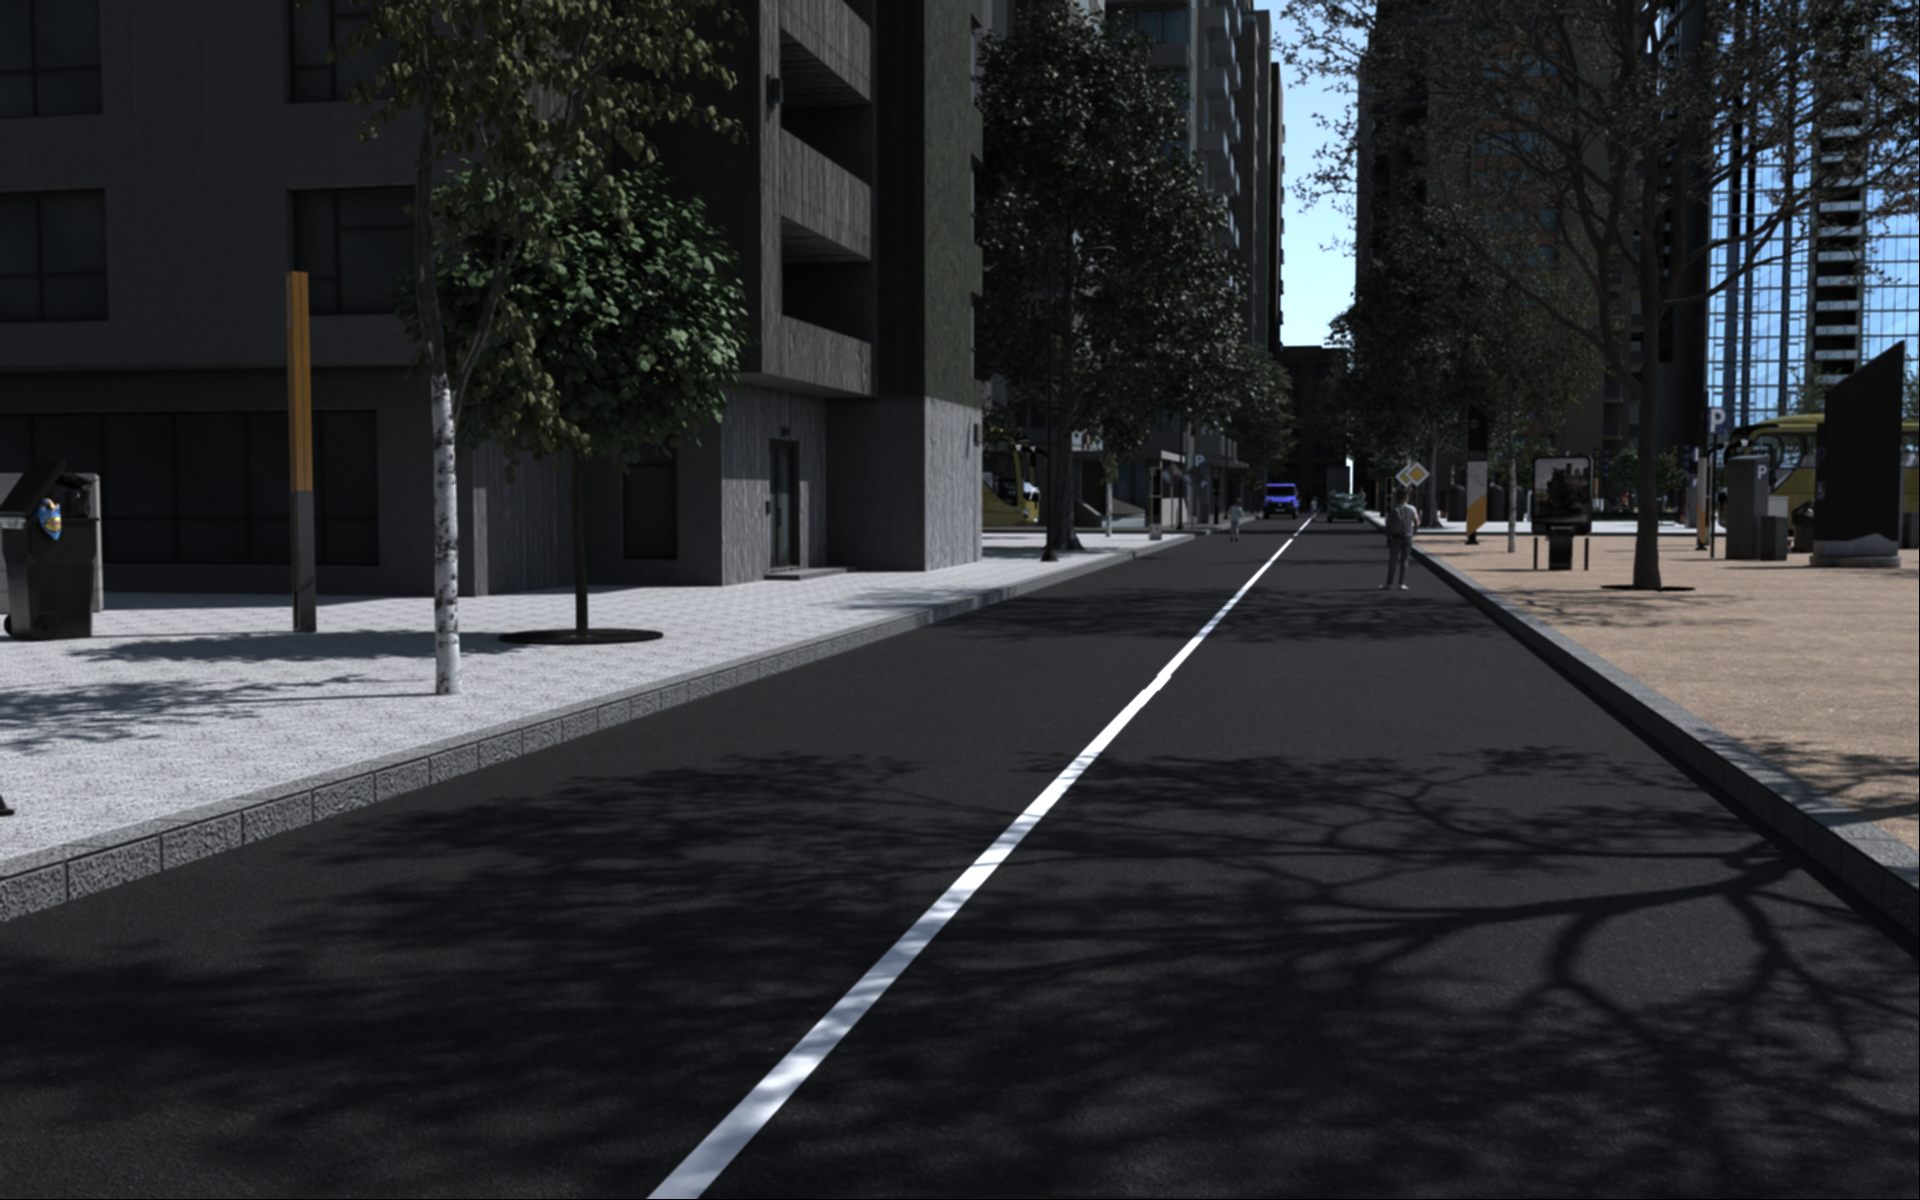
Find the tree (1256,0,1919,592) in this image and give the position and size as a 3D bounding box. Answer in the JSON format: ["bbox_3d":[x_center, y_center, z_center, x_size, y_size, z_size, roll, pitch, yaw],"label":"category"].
[{"bbox_3d":[9.051,-6.875,22.782,12.009,13.543,11.850,0,3,0],"label":"tree"}]

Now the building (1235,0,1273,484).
[{"bbox_3d":[18.740,-44.151,160.121,20.563,71.187,20.611,1,4,12],"label":"building"}]

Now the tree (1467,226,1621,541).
[{"bbox_3d":[16.237,-5.956,47.744,4.737,8.622,4.395,0,3,0],"label":"tree"}]

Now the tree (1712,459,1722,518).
[{"bbox_3d":[41.365,-6.118,94.639,1.663,3.219,1.824,0,3,0],"label":"tree"}]

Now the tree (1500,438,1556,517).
[{"bbox_3d":[31.658,-6.897,96.483,4.285,4.588,4.351,0,3,0],"label":"tree"}]

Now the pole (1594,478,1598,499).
[{"bbox_3d":[42.485,-7.453,115.697,0.158,3.312,0.155,0,3,0],"label":"pole"}]

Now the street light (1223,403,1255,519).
[{"bbox_3d":[14.091,-7.056,87.900,1.470,5.913,1.316,1,4,12],"label":"street light"}]

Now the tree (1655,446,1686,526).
[{"bbox_3d":[28.602,-4.624,70.199,1.663,3.219,1.824,0,3,0],"label":"tree"}]

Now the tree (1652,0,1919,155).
[{"bbox_3d":[5.193,-4.451,7.179,8.767,10.594,7.601,3,5,43],"label":"tree"}]

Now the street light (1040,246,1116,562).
[{"bbox_3d":[2.232,-3.682,32.746,1.470,5.913,1.316,1,4,12],"label":"street light"}]

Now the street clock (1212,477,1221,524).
[{"bbox_3d":[10.877,-4.213,73.448,0.358,2.002,0.471,1,4,15],"label":"street clock"}]

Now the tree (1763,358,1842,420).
[{"bbox_3d":[46.083,-8.821,94.584,4.737,8.622,4.395,0,3,0],"label":"tree"}]

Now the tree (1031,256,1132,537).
[{"bbox_3d":[4.226,-6.188,51.542,4.737,8.622,4.395,0,3,0],"label":"tree"}]

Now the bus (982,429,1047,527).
[{"bbox_3d":[-3.124,-4.214,60.442,12.252,3.916,2.896,1,4,13],"label":"bus"}]

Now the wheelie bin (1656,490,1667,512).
[{"bbox_3d":[34.663,-4.780,86.059,0.980,1.594,0.693,3,4,36],"label":"wheelie bin"}]

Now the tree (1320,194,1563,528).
[{"bbox_3d":[18.082,-9.130,66.288,9.611,12.733,9.660,0,3,0],"label":"tree"}]

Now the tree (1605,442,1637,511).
[{"bbox_3d":[42.717,-7.719,109.921,4.285,4.588,4.351,0,3,0],"label":"tree"}]

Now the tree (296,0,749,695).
[{"bbox_3d":[-3.044,-3.701,10.878,4.737,8.622,4.395,0,3,0],"label":"tree"}]

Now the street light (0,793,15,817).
[{"bbox_3d":[-3.443,-2.084,6.618,1.470,5.913,1.316,1,4,12],"label":"street light"}]

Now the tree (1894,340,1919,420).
[{"bbox_3d":[45.360,-8.070,82.314,4.737,8.622,4.395,0,3,0],"label":"tree"}]

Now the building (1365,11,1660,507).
[{"bbox_3d":[59.250,-36.801,190.937,28.713,52.752,27.495,1,4,12],"label":"building"}]

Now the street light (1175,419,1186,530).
[{"bbox_3d":[8.427,-5.457,61.770,1.470,5.913,1.316,1,4,12],"label":"street light"}]

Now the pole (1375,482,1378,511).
[{"bbox_3d":[31.099,-8.279,129.206,0.158,3.312,0.155,0,3,0],"label":"pole"}]

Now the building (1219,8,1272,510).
[{"bbox_3d":[18.224,-28.125,143.433,14.154,41.232,14.086,1,4,12],"label":"building"}]

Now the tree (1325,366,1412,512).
[{"bbox_3d":[29.897,-12.088,123.394,9.928,11.665,9.643,0,3,0],"label":"tree"}]

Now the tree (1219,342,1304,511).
[{"bbox_3d":[22.108,-12.943,129.750,7.486,12.596,7.792,0,3,0],"label":"tree"}]

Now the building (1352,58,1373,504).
[{"bbox_3d":[65.345,-41.626,222.591,28.212,58.520,21.231,1,4,12],"label":"building"}]

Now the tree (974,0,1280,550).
[{"bbox_3d":[2.507,-7.501,39.645,9.611,12.733,9.660,0,3,0],"label":"tree"}]

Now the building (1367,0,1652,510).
[{"bbox_3d":[46.917,-30.326,150.451,22.147,44.769,28.867,1,4,12],"label":"building"}]

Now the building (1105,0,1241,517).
[{"bbox_3d":[5.937,-29.929,108.955,23.786,49.044,30.456,1,4,12],"label":"building"}]

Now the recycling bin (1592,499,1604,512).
[{"bbox_3d":[33.865,-4.892,92.532,0.722,1.027,0.722,-3,4,-36],"label":"recycling bin"}]

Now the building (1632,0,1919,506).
[{"bbox_3d":[89.970,-53.430,186.253,31.000,86.520,22.319,1,4,12],"label":"building"}]

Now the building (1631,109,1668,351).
[{"bbox_3d":[90.627,-36.274,216.776,21.600,48.544,21.300,1,4,12],"label":"building"}]

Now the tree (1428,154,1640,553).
[{"bbox_3d":[12.274,-5.332,37.545,4.360,8.622,3.978,0,3,0],"label":"tree"}]

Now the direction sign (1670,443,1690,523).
[{"bbox_3d":[31.916,-5.191,76.862,0.876,3.537,0.379,0,4,-2],"label":"direction sign"}]

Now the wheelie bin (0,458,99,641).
[{"bbox_3d":[-8.104,-0.459,15.419,0.980,1.594,0.693,3,5,40],"label":"wheelie bin"}]

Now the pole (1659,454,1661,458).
[{"bbox_3d":[35.354,-5.722,87.397,0.158,3.312,0.155,0,3,0],"label":"pole"}]

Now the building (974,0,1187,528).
[{"bbox_3d":[-6.648,-23.491,75.965,32.217,40.220,23.993,1,4,12],"label":"building"}]

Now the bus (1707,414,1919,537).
[{"bbox_3d":[29.581,-3.754,52.927,12.252,3.916,2.896,1,4,12],"label":"bus"}]

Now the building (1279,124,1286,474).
[{"bbox_3d":[21.848,-35.508,200.167,30.456,49.044,23.786,1,4,12],"label":"building"}]

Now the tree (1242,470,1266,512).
[{"bbox_3d":[21.173,-7.945,124.508,1.663,3.219,1.824,0,3,0],"label":"tree"}]

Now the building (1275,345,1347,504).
[{"bbox_3d":[37.022,-23.689,232.352,28.899,21.520,27.650,1,4,12],"label":"building"}]

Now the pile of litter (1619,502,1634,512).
[{"bbox_3d":[34.927,-4.693,90.698,1.176,0.858,1.719,-2,4,-29],"label":"pile of litter"}]

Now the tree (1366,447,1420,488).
[{"bbox_3d":[25.172,-7.077,99.429,4.285,4.588,4.351,0,3,0],"label":"tree"}]

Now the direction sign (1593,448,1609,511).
[{"bbox_3d":[31.482,-5.697,85.148,0.876,3.537,0.379,-1,4,-15],"label":"direction sign"}]

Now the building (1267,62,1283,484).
[{"bbox_3d":[25.820,-32.307,178.324,14.600,45.320,14.200,1,4,12],"label":"building"}]

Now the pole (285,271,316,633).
[{"bbox_3d":[-6.100,-1.357,16.023,0.158,3.312,0.155,0,3,0],"label":"pole"}]

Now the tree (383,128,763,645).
[{"bbox_3d":[-3.390,-1.936,15.366,4.285,4.588,4.351,0,3,0],"label":"tree"}]

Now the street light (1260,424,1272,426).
[{"bbox_3d":[19.944,-8.688,114.589,1.470,5.913,1.316,1,4,12],"label":"street light"}]

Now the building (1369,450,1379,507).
[{"bbox_3d":[48.181,-24.530,172.759,14.160,30.474,14.107,1,4,12],"label":"building"}]
